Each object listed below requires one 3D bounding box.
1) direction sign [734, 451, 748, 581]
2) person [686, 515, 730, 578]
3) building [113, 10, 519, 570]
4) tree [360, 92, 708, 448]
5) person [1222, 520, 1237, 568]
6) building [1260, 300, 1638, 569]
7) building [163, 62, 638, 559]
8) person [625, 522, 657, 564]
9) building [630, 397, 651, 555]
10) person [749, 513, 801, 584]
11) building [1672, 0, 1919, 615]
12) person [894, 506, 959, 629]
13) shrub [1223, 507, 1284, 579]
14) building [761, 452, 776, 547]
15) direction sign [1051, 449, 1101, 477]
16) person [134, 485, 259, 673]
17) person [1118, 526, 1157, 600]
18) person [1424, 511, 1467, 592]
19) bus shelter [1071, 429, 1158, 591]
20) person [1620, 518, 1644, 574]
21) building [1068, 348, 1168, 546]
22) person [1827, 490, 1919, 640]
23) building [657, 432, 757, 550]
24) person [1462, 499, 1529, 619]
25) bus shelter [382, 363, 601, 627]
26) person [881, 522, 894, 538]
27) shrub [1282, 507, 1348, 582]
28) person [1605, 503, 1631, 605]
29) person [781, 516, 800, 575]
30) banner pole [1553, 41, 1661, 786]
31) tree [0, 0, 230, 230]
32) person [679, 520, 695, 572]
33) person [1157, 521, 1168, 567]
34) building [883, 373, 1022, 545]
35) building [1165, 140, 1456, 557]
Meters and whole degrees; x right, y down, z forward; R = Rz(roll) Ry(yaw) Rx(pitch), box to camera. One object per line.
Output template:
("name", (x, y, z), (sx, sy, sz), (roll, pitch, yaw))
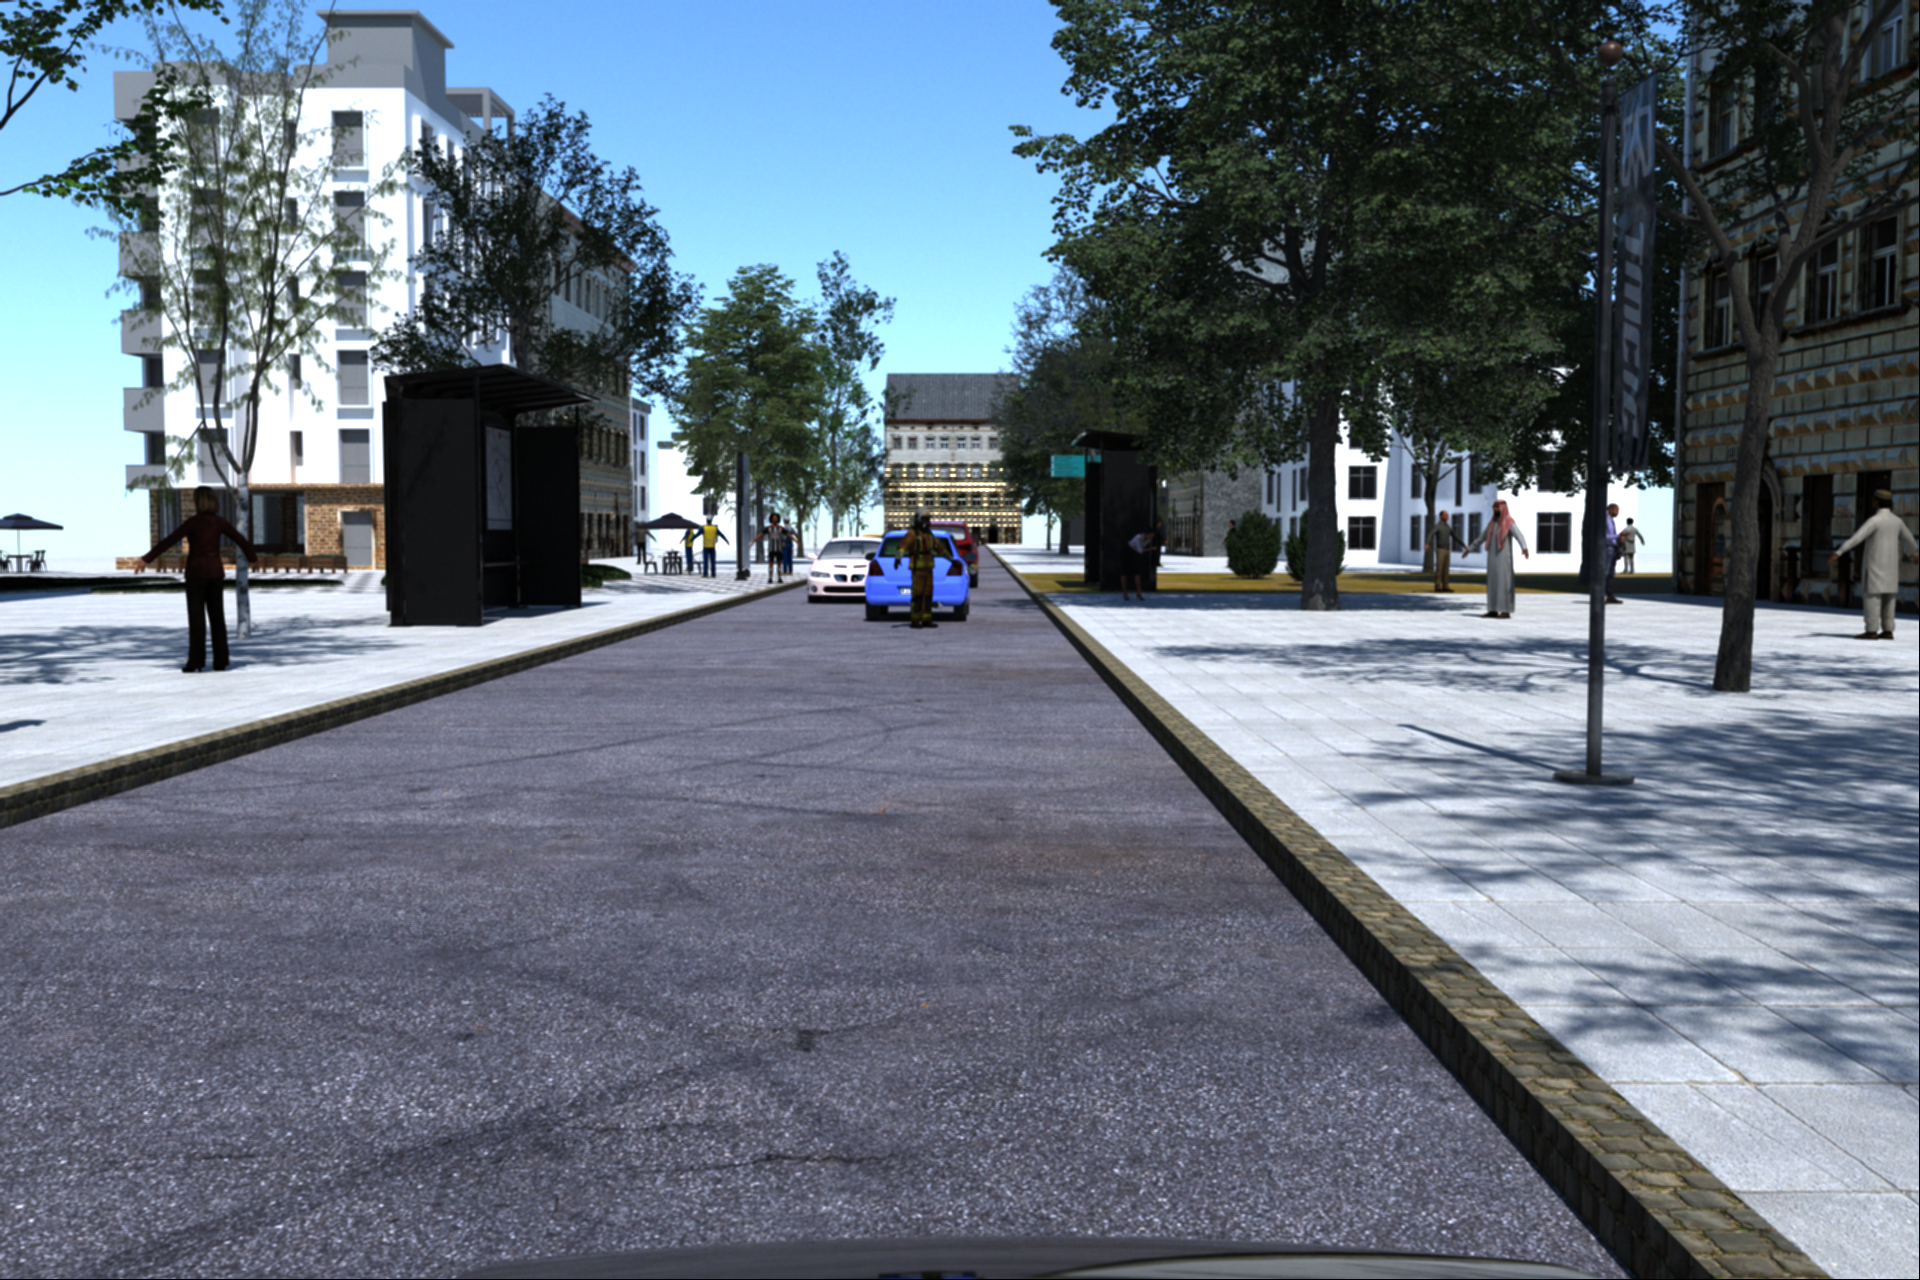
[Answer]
("direction sign", (-6.064, -3.416, 47.853), (0.379, 3.537, 0.876), (0, 4, 1))
("person", (-7.359, -2.739, 50.752), (1.349, 1.833, 0.705), (-2, 4, -25))
("building", (-24.648, -12.699, 64.044), (16.016, 20.090, 11.380), (0, 4, 1))
("tree", (-8.650, -6.204, 35.854), (8.767, 10.594, 7.601), (2, 4, 32))
("person", (10.312, -3.652, 65.889), (0.705, 1.806, 1.347), (-1, 4, -11))
("building", (20.119, -8.207, 76.325), (9.099, 9.664, 28.070), (0, 3, 0))
("building", (-27.856, -15.740, 88.275), (19.493, 23.208, 18.063), (0, 4, 1))
("person", (-13.518, -4.119, 73.478), (1.348, 1.813, 0.705), (-1, 4, -22))
("building", (-24.555, -10.415, 112.425), (9.099, 9.664, 28.070), (0, 3, 0))
("person", (-4.795, -2.372, 44.928), (1.345, 1.843, 0.704), (-1, 4, -10))
("building", (24.424, -12.005, 27.204), (19.493, 23.208, 18.063), (0, 4, 0))
("person", (-0.559, -1.110, 26.373), (0.705, 1.858, 1.354), (3, 5, 43))
("shrub", (8.335, -2.764, 49.229), (1.661, 2.075, 1.752), (0, 3, 0))
("building", (-24.519, -15.100, 189.031), (9.099, 9.664, 28.070), (0, 3, 0))
("direction sign", (3.988, -3.851, 51.727), (2.525, 3.948, 1.411), (0, 4, 1))
("person", (-7.076, -0.571, 16.145), (0.721, 1.729, 1.215), (3, 4, 36))
("person", (3.448, -1.482, 33.469), (0.799, 1.438, 0.628), (1, 4, 13))
("person", (10.644, -1.946, 38.090), (1.348, 1.796, 0.705), (-2, 4, -32))
("bus shelter", (3.697, -3.094, 41.876), (1.731, 3.624, 6.357), (0, 4, 1))
("person", (21.557, -3.037, 55.842), (1.347, 1.806, 0.705), (-1, 4, -19))
("building", (26.231, -22.091, 205.156), (27.936, 21.610, 32.646), (0, 4, 0))
("person", (11.181, -0.917, 21.085), (1.344, 1.819, 0.704), (-1, 4, -17))
("building", (-22.775, -13.111, 156.519), (9.099, 9.664, 28.070), (0, 4, 1))
("person", (8.209, -1.239, 26.411), (0.704, 1.811, 1.347), (-2, 4, -27))
("bus shelter", (-7.117, -2.185, 27.012), (1.731, 3.624, 6.357), (0, 4, 1))
("person", (-2.183, -2.844, 55.092), (1.348, 1.813, 0.705), (3, 4, 39))
("shrub", (8.830, -2.370, 43.170), (1.690, 2.028, 1.600), (0, 3, 0))
("person", (11.937, -1.566, 31.518), (0.599, 1.838, 0.709), (3, 5, 40))
("person", (-5.394, -2.934, 53.833), (0.705, 1.847, 1.347), (3, 5, 39))
("banner pole", (3.299, -1.141, 8.677), (0.401, 3.779, 0.863), (0, 4, 0))
("tree", (-9.109, -5.390, 13.890), (9.928, 11.665, 9.643), (0, 3, 0))
("person", (-9.271, -3.201, 58.806), (0.721, 1.772, 1.216), (1, 4, 12))
("person", (7.769, -3.766, 67.793), (0.704, 1.802, 1.346), (-1, 4, -16))
("building", (-0.830, -24.565, 235.030), (18.063, 23.208, 19.493), (0, 4, 1))
("building", (22.702, -16.705, 104.058), (19.493, 23.208, 18.063), (0, 4, 1))
